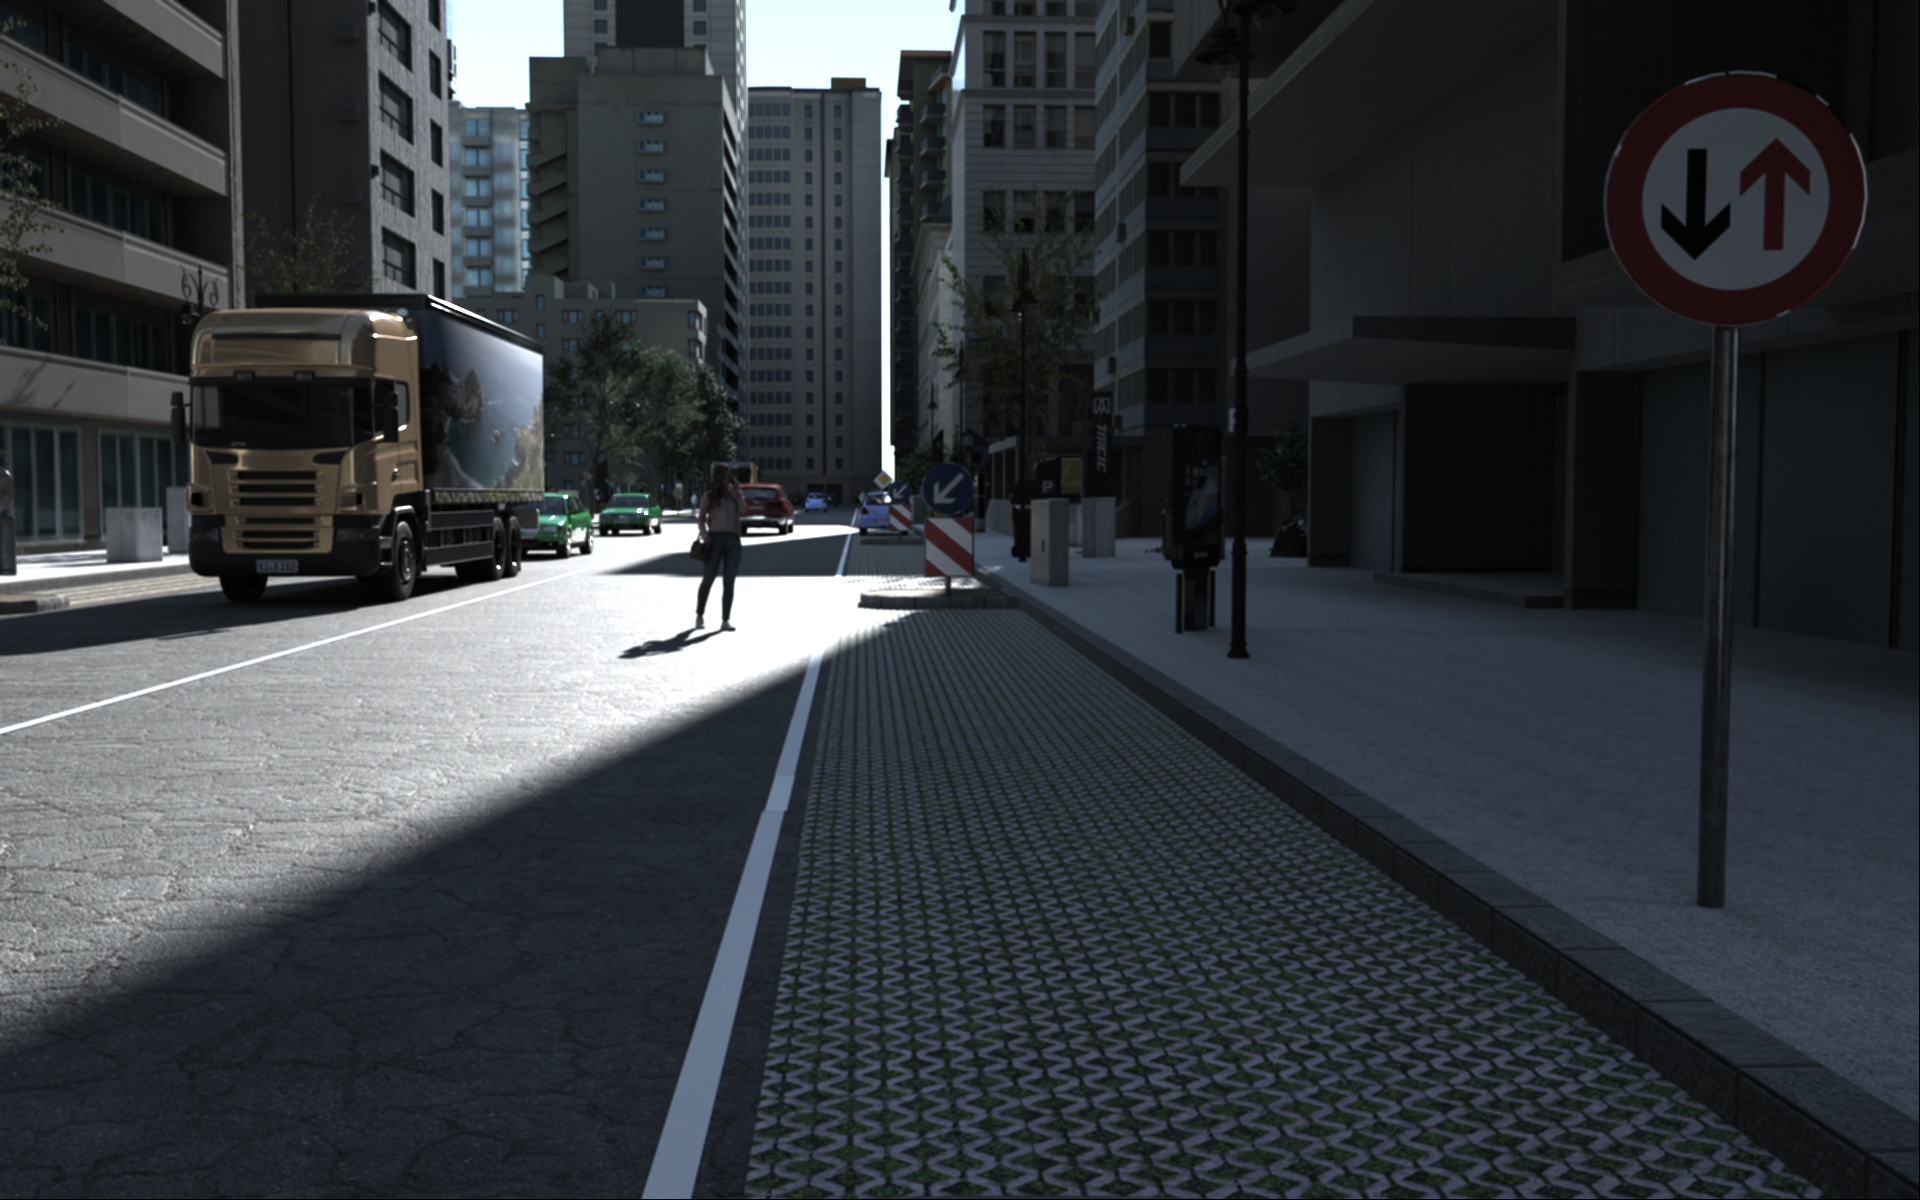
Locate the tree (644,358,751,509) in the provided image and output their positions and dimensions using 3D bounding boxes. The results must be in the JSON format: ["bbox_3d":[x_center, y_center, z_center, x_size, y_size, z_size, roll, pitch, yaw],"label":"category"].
[{"bbox_3d":[-22.354,-14.012,146.098,9.611,12.733,9.660,0,3,0],"label":"tree"}]

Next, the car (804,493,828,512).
[{"bbox_3d":[-11.371,-7.790,136.954,1.945,1.707,3.694,0,4,-5],"label":"car"}]

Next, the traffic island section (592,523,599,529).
[{"bbox_3d":[-15.742,-3.461,78.872,2.009,0.180,2.903,0,4,-3],"label":"traffic island section"}]

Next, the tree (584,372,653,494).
[{"bbox_3d":[-20.102,-9.275,102.015,4.360,8.622,3.978,0,3,0],"label":"tree"}]

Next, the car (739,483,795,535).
[{"bbox_3d":[-7.101,-3.274,62.200,2.281,1.827,5.304,0,4,-2],"label":"car"}]

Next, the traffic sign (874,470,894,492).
[{"bbox_3d":[-3.137,-4.151,71.510,0.795,2.450,0.064,0,4,-3],"label":"traffic sign"}]

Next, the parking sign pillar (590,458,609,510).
[{"bbox_3d":[-26.979,-8.636,129.669,1.447,3.967,1.447,0,4,-7],"label":"parking sign pillar"}]

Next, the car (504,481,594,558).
[{"bbox_3d":[-9.637,-1.904,39.923,1.959,1.807,4.718,0,4,-2],"label":"car"}]

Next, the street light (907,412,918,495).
[{"bbox_3d":[-2.551,-7.562,96.420,0.468,5.910,1.993,0,4,-3],"label":"street light"}]

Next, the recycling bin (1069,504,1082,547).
[{"bbox_3d":[2.953,-1.826,42.415,0.722,1.027,0.722,-2,4,-28],"label":"recycling bin"}]

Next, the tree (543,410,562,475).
[{"bbox_3d":[-34.133,-11.546,139.133,4.360,8.622,3.978,0,3,0],"label":"tree"}]

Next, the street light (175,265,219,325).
[{"bbox_3d":[-15.340,-3.813,35.130,0.468,5.910,1.993,0,4,-3],"label":"street light"}]

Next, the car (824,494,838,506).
[{"bbox_3d":[-15.714,-12.039,208.631,2.131,1.459,4.920,0,4,-2],"label":"car"}]

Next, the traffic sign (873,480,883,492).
[{"bbox_3d":[-3.593,-4.639,79.482,0.795,2.450,0.064,0,4,-3],"label":"traffic sign"}]

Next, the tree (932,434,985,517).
[{"bbox_3d":[-0.157,-3.730,55.579,1.663,3.219,1.824,0,3,0],"label":"tree"}]

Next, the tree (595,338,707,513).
[{"bbox_3d":[-20.389,-11.608,115.539,9.928,11.665,9.643,0,3,0],"label":"tree"}]

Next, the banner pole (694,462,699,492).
[{"bbox_3d":[-20.702,-8.923,135.903,0.401,3.779,0.863,2,4,24],"label":"banner pole"}]

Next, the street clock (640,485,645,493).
[{"bbox_3d":[-25.428,-8.193,138.518,0.471,2.002,0.358,1,4,16],"label":"street clock"}]

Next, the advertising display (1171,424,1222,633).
[{"bbox_3d":[2.228,-0.678,16.302,0.123,1.923,0.974,2,4,29],"label":"advertising display"}]

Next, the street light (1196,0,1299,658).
[{"bbox_3d":[2.184,-2.485,13.418,0.468,5.910,1.993,0,4,-3],"label":"street light"}]

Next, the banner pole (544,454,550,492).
[{"bbox_3d":[-26.014,-7.260,108.724,0.863,3.779,0.401,-1,4,-22],"label":"banner pole"}]

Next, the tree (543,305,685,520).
[{"bbox_3d":[-18.075,-9.247,85.597,7.601,10.594,8.767,2,4,32],"label":"tree"}]

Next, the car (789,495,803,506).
[{"bbox_3d":[-20.516,-12.426,215.750,1.945,1.354,3.894,0,4,-1],"label":"car"}]

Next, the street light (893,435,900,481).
[{"bbox_3d":[-4.767,-9.902,134.680,0.468,5.910,1.993,0,4,-3],"label":"street light"}]

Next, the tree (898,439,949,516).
[{"bbox_3d":[-1.840,-7.186,101.206,4.285,4.588,4.351,0,3,0],"label":"tree"}]

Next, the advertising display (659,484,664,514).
[{"bbox_3d":[-18.979,-6.419,110.164,0.123,1.923,0.974,0,4,-2],"label":"advertising display"}]

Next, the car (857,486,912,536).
[{"bbox_3d":[-2.652,-3.117,60.555,1.945,1.707,3.694,0,4,-2],"label":"car"}]

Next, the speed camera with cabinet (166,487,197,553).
[{"bbox_3d":[-16.708,-2.706,38.575,0.660,3.252,2.038,1,4,19],"label":"speed camera with cabinet"}]

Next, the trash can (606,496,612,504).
[{"bbox_3d":[-25.763,-7.103,127.795,0.748,1.137,0.748,0,3,0],"label":"trash can"}]

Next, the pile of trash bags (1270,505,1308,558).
[{"bbox_3d":[8.111,-1.600,35.918,3.447,1.369,1.912,-3,5,-41],"label":"pile of trash bags"}]

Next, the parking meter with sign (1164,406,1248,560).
[{"bbox_3d":[4.799,-2.303,33.907,1.738,3.016,0.543,-2,4,-34],"label":"parking meter with sign"}]

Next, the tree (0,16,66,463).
[{"bbox_3d":[-14.935,-4.570,25.076,4.360,8.622,3.978,0,3,0],"label":"tree"}]

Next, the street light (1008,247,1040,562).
[{"bbox_3d":[1.190,-3.664,32.689,0.468,5.910,1.993,0,4,-3],"label":"street light"}]

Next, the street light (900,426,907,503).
[{"bbox_3d":[-3.582,-8.732,115.555,0.468,5.910,1.993,0,4,-3],"label":"street light"}]

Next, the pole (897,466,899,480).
[{"bbox_3d":[-4.444,-7.968,124.114,0.158,3.312,0.155,0,3,0],"label":"pole"}]

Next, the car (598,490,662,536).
[{"bbox_3d":[-11.644,-3.210,61.285,1.959,1.807,4.718,0,4,-3],"label":"car"}]

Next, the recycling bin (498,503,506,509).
[{"bbox_3d":[-18.361,-3.474,69.351,0.722,1.027,0.722,2,4,24],"label":"recycling bin"}]

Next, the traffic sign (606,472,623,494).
[{"bbox_3d":[-15.719,-4.598,78.812,0.795,2.450,0.064,0,4,-3],"label":"traffic sign"}]

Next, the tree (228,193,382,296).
[{"bbox_3d":[-16.382,-5.686,43.322,4.737,8.622,4.395,0,3,0],"label":"tree"}]

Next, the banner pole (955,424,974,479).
[{"bbox_3d":[0.108,-4.420,62.284,0.863,3.779,0.401,0,4,-2],"label":"banner pole"}]

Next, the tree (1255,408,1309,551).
[{"bbox_3d":[7.449,-2.721,39.088,1.663,3.219,1.824,0,3,0],"label":"tree"}]

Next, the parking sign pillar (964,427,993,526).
[{"bbox_3d":[0.819,-4.950,69.401,1.447,3.967,1.447,2,4,27],"label":"parking sign pillar"}]

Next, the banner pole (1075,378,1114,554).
[{"bbox_3d":[2.895,-2.886,37.207,0.863,3.779,0.401,2,4,25],"label":"banner pole"}]

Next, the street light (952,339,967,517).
[{"bbox_3d":[0.039,-4.834,51.817,0.468,5.910,1.993,0,4,-3],"label":"street light"}]

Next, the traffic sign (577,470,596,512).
[{"bbox_3d":[-15.263,-4.110,70.839,0.795,2.450,0.064,0,4,-3],"label":"traffic sign"}]

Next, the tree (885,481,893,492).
[{"bbox_3d":[-8.730,-13.007,207.259,1.663,3.219,1.824,0,3,0],"label":"tree"}]

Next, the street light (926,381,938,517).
[{"bbox_3d":[-1.137,-6.003,70.943,0.468,5.910,1.993,0,4,-3],"label":"street light"}]

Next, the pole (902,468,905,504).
[{"bbox_3d":[-4.441,-8.687,135.874,0.158,3.312,0.155,0,3,0],"label":"pole"}]

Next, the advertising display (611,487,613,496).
[{"bbox_3d":[-30.677,-9.014,152.591,0.123,1.923,0.974,-1,4,-10],"label":"advertising display"}]

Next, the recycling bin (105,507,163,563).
[{"bbox_3d":[-15.634,-1.238,32.794,0.722,1.027,0.722,1,4,12],"label":"recycling bin"}]

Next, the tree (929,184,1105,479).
[{"bbox_3d":[1.547,-5.505,40.369,4.737,8.622,4.395,0,3,0],"label":"tree"}]
